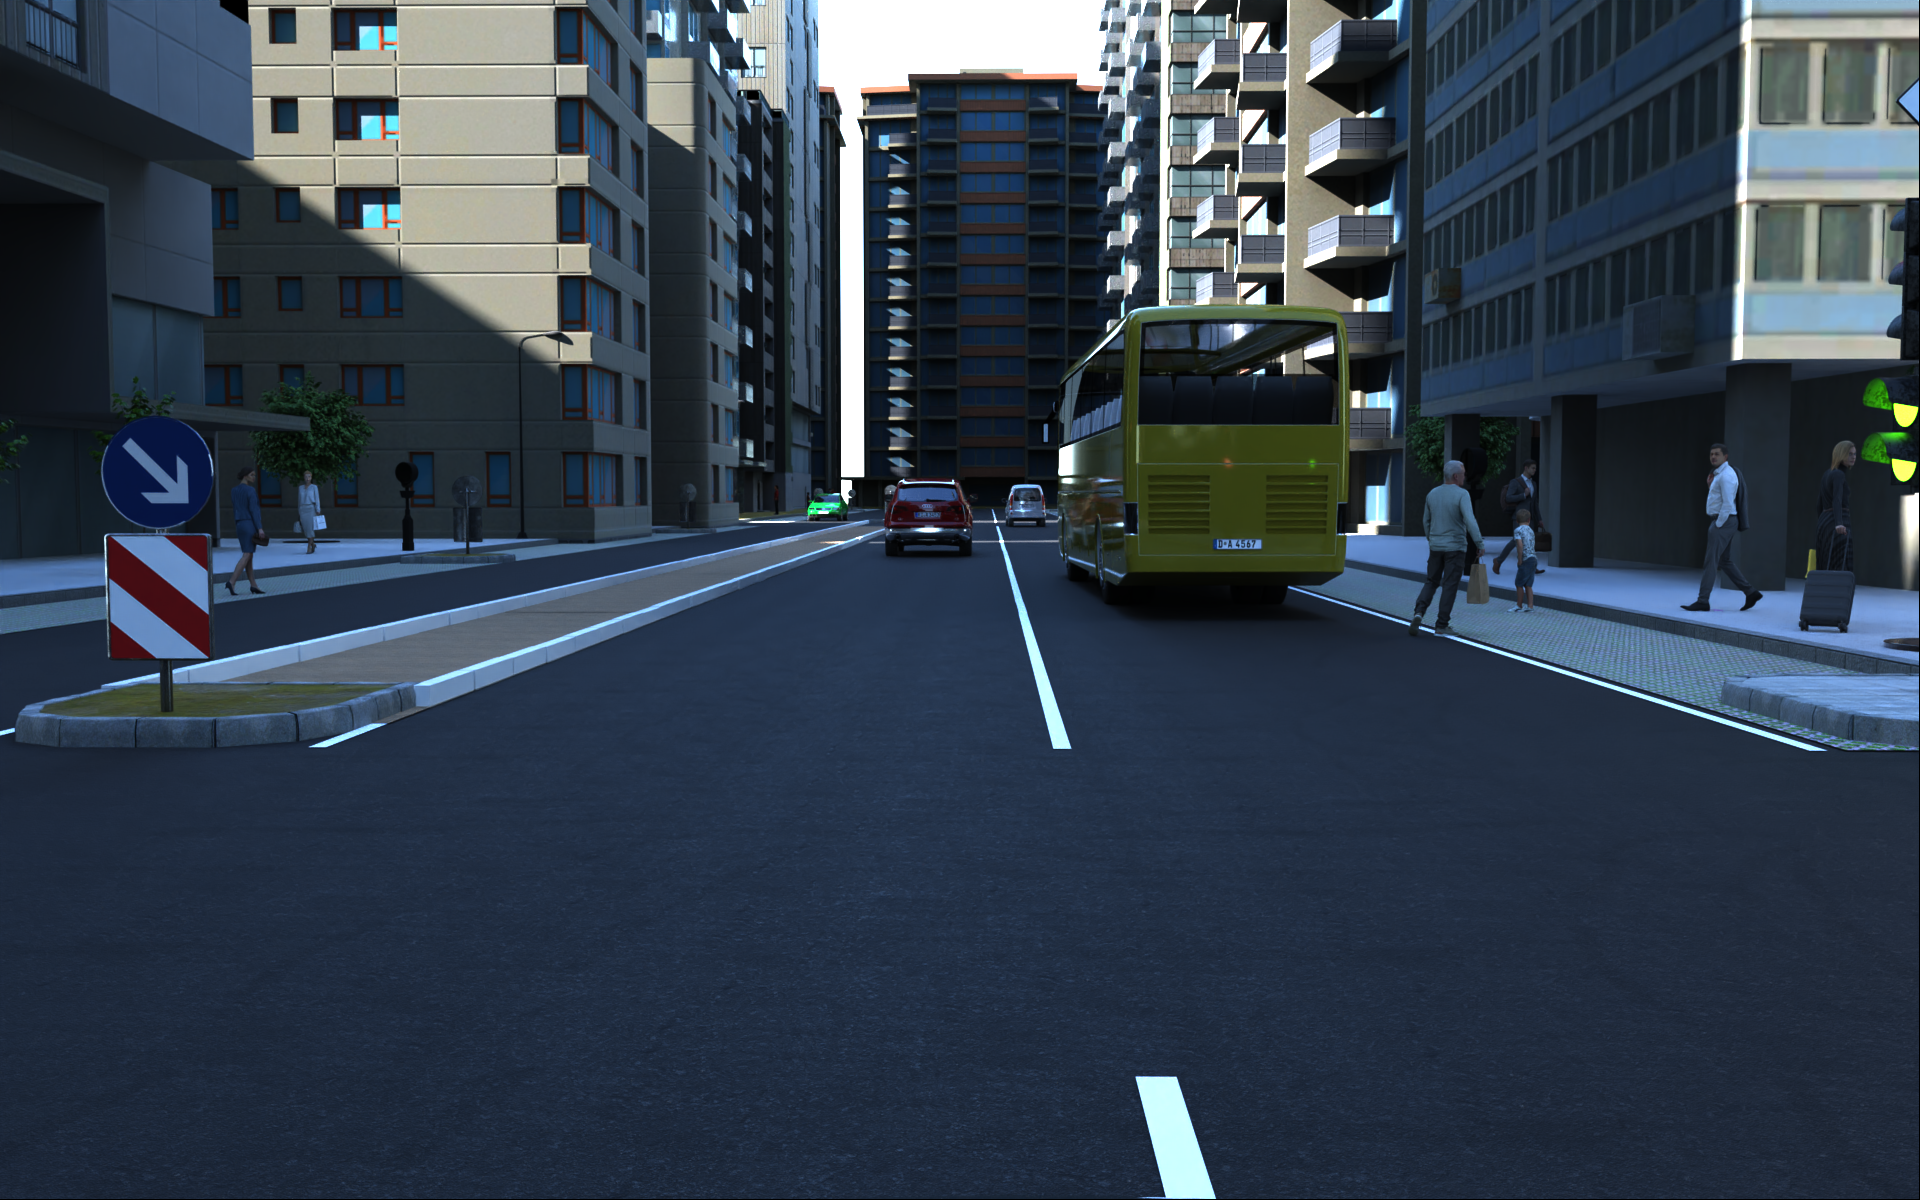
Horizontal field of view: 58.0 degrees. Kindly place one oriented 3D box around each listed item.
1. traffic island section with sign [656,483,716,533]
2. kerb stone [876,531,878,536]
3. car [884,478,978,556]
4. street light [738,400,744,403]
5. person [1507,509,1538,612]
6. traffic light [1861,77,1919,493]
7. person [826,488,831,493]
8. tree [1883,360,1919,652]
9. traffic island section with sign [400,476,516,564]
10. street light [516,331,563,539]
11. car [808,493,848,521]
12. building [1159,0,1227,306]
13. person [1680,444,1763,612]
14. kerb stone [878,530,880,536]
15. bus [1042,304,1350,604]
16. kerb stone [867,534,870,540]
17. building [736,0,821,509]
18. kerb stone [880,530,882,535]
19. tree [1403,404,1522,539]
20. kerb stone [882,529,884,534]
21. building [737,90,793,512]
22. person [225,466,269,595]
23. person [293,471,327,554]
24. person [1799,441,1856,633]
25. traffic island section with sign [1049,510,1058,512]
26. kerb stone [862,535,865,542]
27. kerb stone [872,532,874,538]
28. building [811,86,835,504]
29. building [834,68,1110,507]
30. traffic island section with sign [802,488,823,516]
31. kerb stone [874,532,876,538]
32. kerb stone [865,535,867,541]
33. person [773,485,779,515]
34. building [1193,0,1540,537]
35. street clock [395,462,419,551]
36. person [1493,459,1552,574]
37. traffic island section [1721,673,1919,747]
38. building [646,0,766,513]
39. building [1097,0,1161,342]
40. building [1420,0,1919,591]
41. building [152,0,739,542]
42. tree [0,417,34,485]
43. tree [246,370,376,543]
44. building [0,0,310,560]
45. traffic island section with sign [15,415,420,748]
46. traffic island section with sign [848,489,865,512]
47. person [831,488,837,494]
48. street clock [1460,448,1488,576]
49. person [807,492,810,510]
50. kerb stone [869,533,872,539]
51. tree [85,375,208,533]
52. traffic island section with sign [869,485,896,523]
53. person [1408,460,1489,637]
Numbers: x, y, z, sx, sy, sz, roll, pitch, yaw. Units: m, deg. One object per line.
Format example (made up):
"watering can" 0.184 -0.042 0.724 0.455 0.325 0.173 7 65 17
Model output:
"traffic island section with sign" -10.001 -3.357 63.509 1.989 1.847 2.006 0 4 1
"kerb stone" -2.873 -2.139 57.250 0.120 0.150 1.000 0 4 1
"car" -0.712 -2.020 41.696 2.281 1.827 5.304 0 4 1
"street light" -11.386 -6.942 86.046 1.470 5.913 1.316 0 4 1
"person" 6.774 -0.468 20.841 0.332 1.250 0.352 0 4 -1
"traffic light" 6.122 -1.337 10.783 0.839 4.253 0.868 0 4 1
"person" -10.957 -8.473 145.027 0.683 1.767 0.568 3 5 41
"tree" 8.125 -1.196 14.150 1.663 3.219 1.824 0 3 0
"traffic island section with sign" -10.439 -1.692 36.298 1.989 1.847 2.006 0 4 1
"street light" -12.027 -4.710 49.546 1.470 5.913 1.316 0 4 1
"car" -6.997 -5.092 92.052 1.959 1.807 4.718 0 4 2
"building" 17.548 -19.650 92.972 14.160 30.474 14.107 0 4 1
"person" 8.356 -0.785 18.973 0.850 1.850 0.679 1 4 15
"kerb stone" -2.861 -2.207 58.276 0.120 0.150 1.000 0 4 1
"bus" 3.010 -2.068 25.355 2.896 3.916 12.252 0 4 -1
"kerb stone" -2.940 -1.889 53.129 0.120 0.150 1.000 0 4 1
"building" -26.094 -34.091 146.630 27.495 52.752 28.713 0 4 1
"kerb stone" -2.838 -2.266 59.299 0.120 0.150 1.000 0 4 1
"tree" 14.279 -4.008 49.244 4.285 4.588 4.351 0 3 0
"kerb stone" -2.818 -2.333 60.335 0.120 0.150 1.000 0 4 1
"building" -19.852 -21.566 124.309 14.160 30.474 14.107 0 4 1
"person" -10.135 -0.978 24.507 0.654 1.822 0.581 -3 5 -44
"person" -13.957 -1.886 37.240 0.694 1.780 0.624 1 4 21
"person" 8.367 -0.637 16.679 0.699 1.804 1.509 3 5 40
"traffic island section with sign" 8.255 -8.074 140.641 1.989 1.847 2.006 0 4 1
"kerb stone" -2.971 -1.767 51.081 0.120 0.150 1.000 0 4 1
"kerb stone" -2.901 -2.018 55.195 0.120 0.150 1.000 0 4 1
"building" -26.813 -32.207 181.213 28.867 44.769 22.147 0 4 1
"building" 2.564 -32.204 181.152 28.867 44.769 22.147 0 4 1
"traffic island section with sign" -9.204 -6.385 113.022 1.989 1.847 2.006 0 4 1
"kerb stone" -2.888 -2.081 56.226 0.120 0.150 1.000 0 4 1
"kerb stone" -2.961 -1.823 52.104 0.120 0.150 1.000 0 4 1
"person" -11.431 -6.214 107.584 0.705 1.831 1.348 -1 4 -12
"building" 20.493 -25.060 64.359 22.147 44.769 28.867 0 4 1
"street clock" -12.489 -2.115 39.145 0.471 2.002 0.358 1 4 20
"person" 8.946 -1.317 27.545 0.622 1.834 0.822 -3 5 -42
"traffic island section" 6.162 0.696 10.897 2.009 0.180 2.903 0 4 1
"building" -24.390 -29.452 101.149 23.786 49.044 30.456 0 4 1
"building" 23.122 -32.132 144.962 23.786 49.044 30.456 0 4 1
"building" 21.624 -20.515 27.305 23.993 40.220 32.217 0 4 1
"building" -24.081 -13.374 63.709 27.650 21.520 28.899 0 4 1
"tree" -12.999 -1.711 22.578 1.663 3.219 1.824 0 3 0
"tree" -17.203 -3.800 45.847 4.285 4.588 4.351 0 3 0
"building" -29.165 -26.756 26.704 28.713 52.752 27.495 0 4 1
"traffic island section with sign" -4.657 -0.159 10.731 2.006 1.907 1.989 0 4 1
"traffic island section with sign" -8.762 -8.093 140.956 1.989 1.847 2.006 0 4 1
"person" -11.299 -9.056 154.039 1.348 1.831 0.705 0 4 -2
"street clock" 8.040 -1.381 27.157 0.358 2.002 0.471 -1 4 -13
"person" -12.068 -7.868 137.946 0.557 1.426 1.065 -1 4 -18
"kerb stone" -2.922 -1.956 54.170 0.120 0.150 1.000 0 4 1
"tree" -13.416 -2.061 28.295 1.663 3.219 1.824 0 3 0
"traffic island section with sign" -3.455 -4.754 85.860 2.006 1.907 1.989 0 4 1
"person" 4.914 -0.508 17.285 0.515 1.767 0.782 -3 4 -37
